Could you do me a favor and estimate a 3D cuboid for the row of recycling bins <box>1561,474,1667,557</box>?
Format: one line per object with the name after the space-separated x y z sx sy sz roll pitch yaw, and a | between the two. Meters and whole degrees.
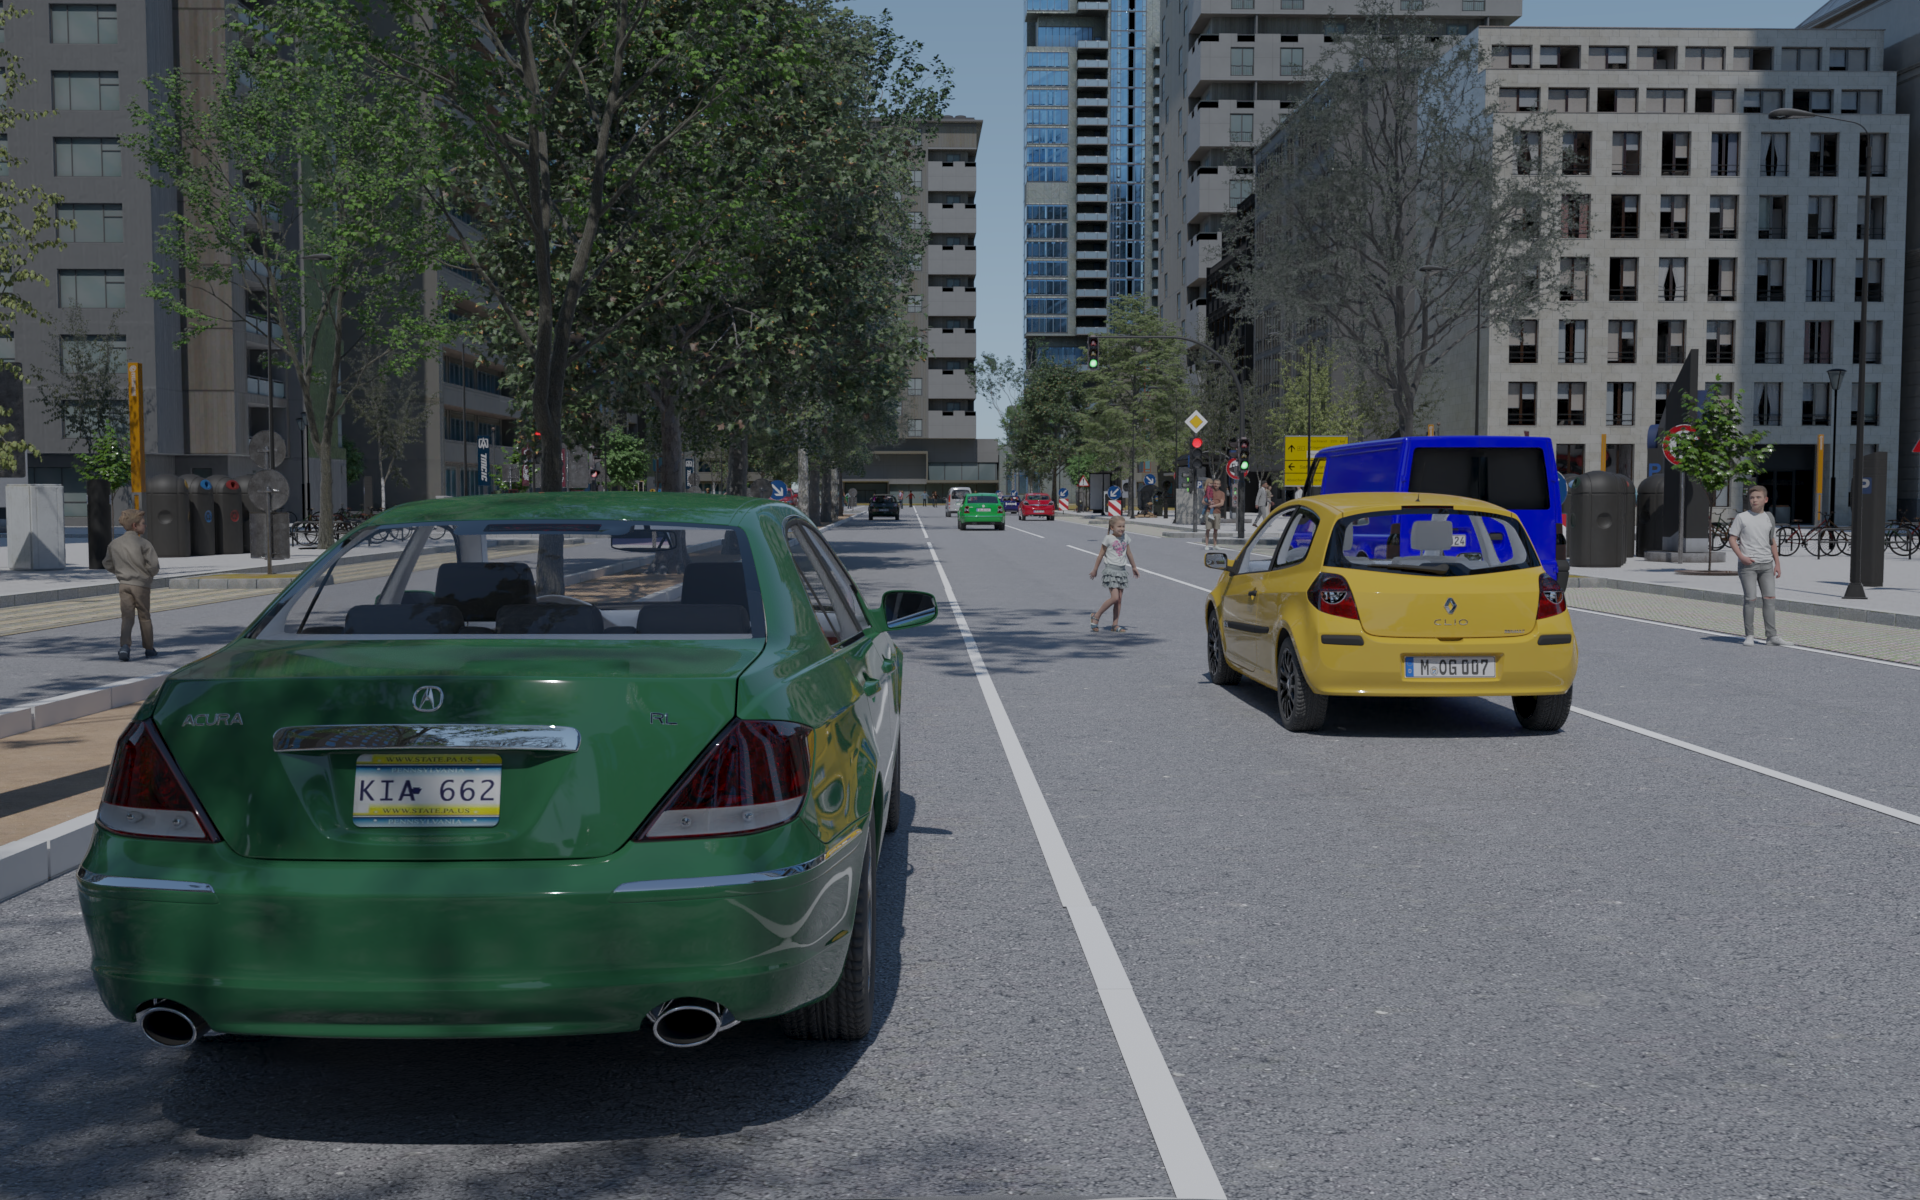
12.816 -1.714 35.134 3.534 1.692 1.069 0 4 -1 | row of recycling bins

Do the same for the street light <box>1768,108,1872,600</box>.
10.435 -2.967 21.053 1.470 5.913 1.316 0 4 -2 | street light

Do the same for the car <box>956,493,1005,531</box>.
0.827 -3.706 69.385 1.959 1.807 4.718 0 4 -2 | car

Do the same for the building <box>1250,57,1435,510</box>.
26.950 -19.062 105.171 14.314 27.812 24.014 0 4 -2 | building

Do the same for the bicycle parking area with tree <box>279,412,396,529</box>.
-23.909 -4.637 62.821 9.016 4.147 8.231 -1 4 -9 | bicycle parking area with tree

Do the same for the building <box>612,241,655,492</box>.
-35.184 -23.330 153.139 14.160 30.474 14.107 0 4 -2 | building

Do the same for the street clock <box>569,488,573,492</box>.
-16.104 -4.108 71.739 0.358 2.002 0.471 -1 4 -16 | street clock

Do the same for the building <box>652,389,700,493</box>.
-43.754 -20.672 183.031 28.899 21.520 27.650 0 4 -2 | building

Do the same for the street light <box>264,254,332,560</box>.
-12.831 -3.736 33.622 1.470 5.913 1.316 0 4 -2 | street light

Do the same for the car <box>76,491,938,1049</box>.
-1.142 0.357 5.965 2.131 1.459 4.920 0 4 -1 | car

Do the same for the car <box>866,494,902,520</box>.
-4.221 -5.282 96.146 2.009 1.686 4.222 0 4 -2 | car

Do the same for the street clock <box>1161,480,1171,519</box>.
10.734 -5.242 90.281 0.471 2.002 0.358 -1 4 -17 | street clock

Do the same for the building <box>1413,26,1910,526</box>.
29.439 -13.446 74.588 16.860 20.320 10.420 0 4 -2 | building

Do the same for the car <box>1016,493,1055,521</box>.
4.142 -5.209 94.203 2.155 1.783 4.494 0 4 -1 | car

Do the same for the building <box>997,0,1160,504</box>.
20.356 -56.547 237.211 31.000 86.520 22.319 0 4 -2 | building

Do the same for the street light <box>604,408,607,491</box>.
-14.113 -6.057 71.578 1.470 5.913 1.316 0 4 -2 | street light

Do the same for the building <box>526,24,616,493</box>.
-35.784 -29.861 138.340 14.600 45.320 14.200 0 4 -2 | building

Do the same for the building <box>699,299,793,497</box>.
-33.564 -37.495 236.737 21.600 48.544 21.300 0 4 -2 | building

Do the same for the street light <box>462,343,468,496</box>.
-13.322 -4.646 48.500 1.470 5.913 1.316 0 4 -2 | street light

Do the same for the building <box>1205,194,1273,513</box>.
25.219 -18.072 125.151 12.332 23.373 15.834 0 4 -2 | building

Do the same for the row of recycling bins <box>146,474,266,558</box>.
-15.851 -1.793 36.434 1.069 1.692 3.534 1 4 12 | row of recycling bins

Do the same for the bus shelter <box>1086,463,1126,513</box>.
9.561 -7.351 114.115 2.014 3.302 5.546 0 4 -2 | bus shelter

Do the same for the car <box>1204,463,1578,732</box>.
2.773 -0.102 11.894 2.015 1.641 3.980 0 4 -2 | car

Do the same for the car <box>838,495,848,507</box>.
-13.967 -11.724 200.486 1.959 1.807 4.718 0 4 -2 | car

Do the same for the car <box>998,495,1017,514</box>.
3.184 -6.931 125.896 1.945 1.354 3.894 0 4 -2 | car

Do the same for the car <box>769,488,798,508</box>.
-10.754 -5.778 103.149 2.281 1.827 5.304 0 4 -2 | car

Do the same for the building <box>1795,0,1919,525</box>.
50.742 -17.012 75.403 25.104 27.353 12.463 0 4 -2 | building

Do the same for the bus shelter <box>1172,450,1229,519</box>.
11.530 -5.430 82.702 2.014 3.302 5.546 0 4 -2 | bus shelter

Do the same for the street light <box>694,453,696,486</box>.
-14.838 -7.820 100.390 1.470 5.913 1.316 0 4 -2 | street light

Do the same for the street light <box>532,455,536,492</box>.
-13.561 -5.182 57.259 1.470 5.913 1.316 0 4 -2 | street light

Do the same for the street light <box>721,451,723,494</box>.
-15.240 -8.696 114.714 1.470 5.913 1.316 0 4 -2 | street light

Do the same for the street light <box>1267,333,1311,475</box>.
9.536 -4.736 49.967 1.470 5.913 1.316 0 4 -2 | street light

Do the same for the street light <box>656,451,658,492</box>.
-14.500 -6.933 85.902 1.470 5.913 1.316 0 4 -2 | street light

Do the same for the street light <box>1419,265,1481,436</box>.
10.026 -3.843 35.376 1.470 5.913 1.316 0 4 -2 | street light

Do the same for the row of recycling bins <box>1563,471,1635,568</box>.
11.698 -1.504 31.702 1.069 1.692 3.534 1 4 20 | row of recycling bins

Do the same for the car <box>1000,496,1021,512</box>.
3.421 -6.470 118.365 1.945 1.354 3.894 0 4 0 | car

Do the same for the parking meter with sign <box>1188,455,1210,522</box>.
11.064 -5.027 78.458 0.543 3.016 1.738 3 5 44 | parking meter with sign

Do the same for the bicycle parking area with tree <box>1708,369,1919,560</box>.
20.136 -3.067 37.146 9.016 4.147 8.231 1 4 15 | bicycle parking area with tree

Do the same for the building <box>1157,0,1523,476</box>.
32.945 -34.592 154.818 28.713 52.752 27.495 0 4 -2 | building

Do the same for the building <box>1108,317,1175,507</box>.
31.229 -20.753 184.351 27.650 21.520 28.899 0 4 -2 | building

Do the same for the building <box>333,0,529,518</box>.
-37.907 -29.053 98.721 21.300 48.544 21.600 0 4 -2 | building

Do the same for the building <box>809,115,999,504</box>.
-8.971 -39.832 240.497 27.495 52.752 28.713 0 4 -2 | building

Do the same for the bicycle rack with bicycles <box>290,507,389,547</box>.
-15.825 -1.825 43.220 2.925 0.926 2.852 -1 4 -16 | bicycle rack with bicycles

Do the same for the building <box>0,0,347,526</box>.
-35.637 -23.829 73.206 14.154 41.232 14.086 0 4 -2 | building

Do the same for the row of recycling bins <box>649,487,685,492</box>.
-17.232 -5.800 101.943 1.069 1.692 3.534 -3 4 -37 | row of recycling bins

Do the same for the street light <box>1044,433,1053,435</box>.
7.081 -9.770 132.279 1.470 5.913 1.316 0 4 -2 | street light
